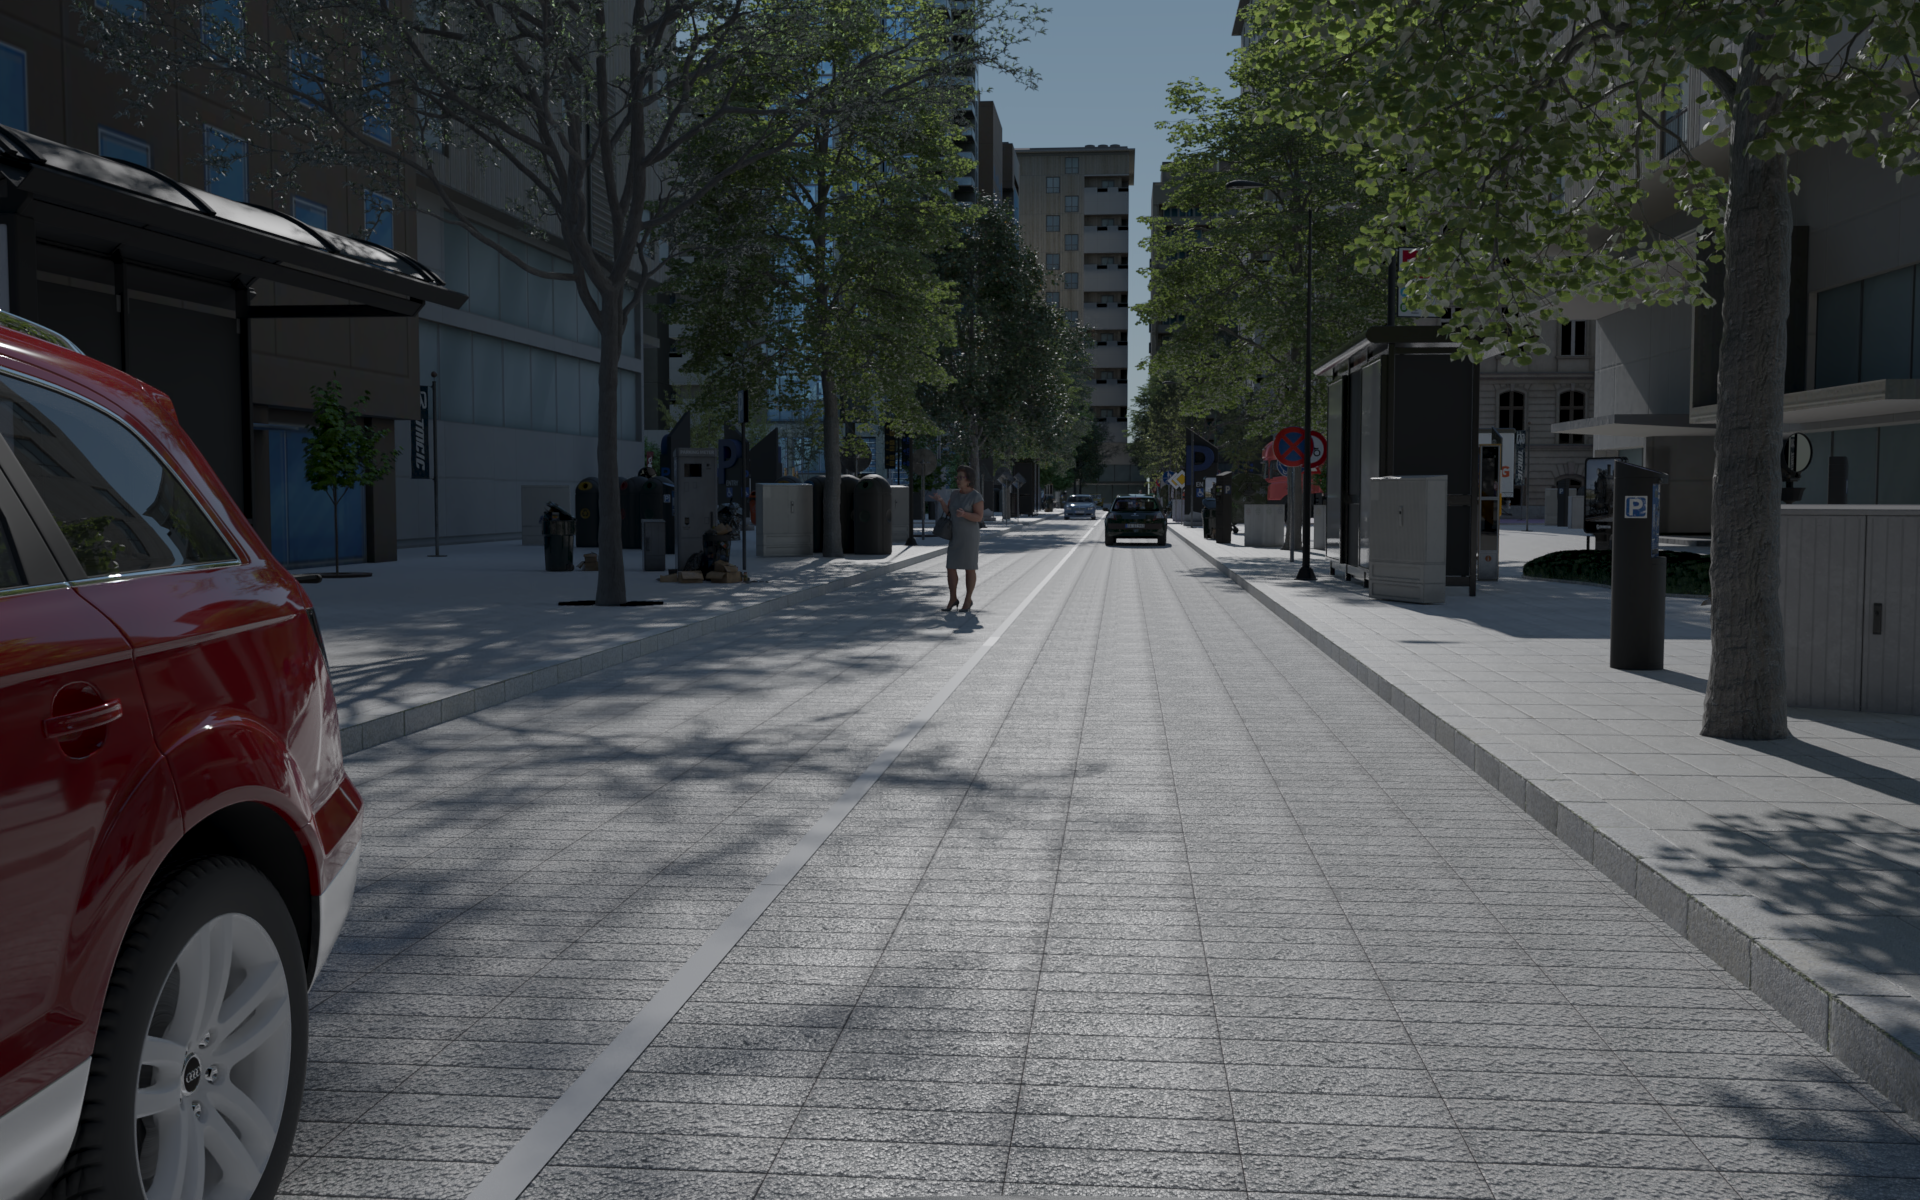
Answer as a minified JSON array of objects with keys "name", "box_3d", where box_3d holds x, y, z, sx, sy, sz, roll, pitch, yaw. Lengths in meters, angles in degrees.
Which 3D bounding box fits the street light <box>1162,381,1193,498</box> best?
[{"name":"street light","box_3d":[9.023,-6.047,71.407,1.470,5.913,1.316,0,4,5]}]

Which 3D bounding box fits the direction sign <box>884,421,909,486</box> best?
[{"name":"direction sign","box_3d":[-1.911,-3.788,53.929,0.876,3.537,0.379,-1,4,-9]}]

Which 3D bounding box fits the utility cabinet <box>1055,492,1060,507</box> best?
[{"name":"utility cabinet","box_3d":[8.687,-8.883,153.914,0.318,1.500,1.173,1,4,12]}]

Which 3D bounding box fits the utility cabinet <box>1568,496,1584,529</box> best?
[{"name":"utility cabinet","box_3d":[23.125,-3.253,64.355,1.020,1.237,0.306,-1,4,-10]}]

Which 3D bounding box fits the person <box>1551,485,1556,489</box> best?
[{"name":"person","box_3d":[24.636,-3.866,71.959,0.529,1.795,0.600,0,4,-1]}]

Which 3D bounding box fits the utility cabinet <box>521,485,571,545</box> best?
[{"name":"utility cabinet","box_3d":[-10.343,-2.118,43.305,1.173,1.500,0.318,0,4,-7]}]

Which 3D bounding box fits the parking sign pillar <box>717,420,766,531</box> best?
[{"name":"parking sign pillar","box_3d":[-7.969,-4.439,61.052,1.447,3.967,1.447,-3,5,-44]}]

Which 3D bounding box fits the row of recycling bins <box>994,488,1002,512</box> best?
[{"name":"row of recycling bins","box_3d":[2.940,-7.095,123.123,3.534,1.692,1.069,3,4,38]}]

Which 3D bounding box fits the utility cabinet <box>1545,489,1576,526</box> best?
[{"name":"utility cabinet","box_3d":[24.050,-3.712,69.374,1.173,1.500,0.318,1,4,17]}]

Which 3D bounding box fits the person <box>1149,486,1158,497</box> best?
[{"name":"person","box_3d":[8.956,-4.363,80.082,0.600,1.795,0.529,-2,4,-35]}]

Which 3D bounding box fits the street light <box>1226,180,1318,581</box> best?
[{"name":"street light","box_3d":[4.630,-3.255,25.756,1.470,5.913,1.316,0,4,5]}]

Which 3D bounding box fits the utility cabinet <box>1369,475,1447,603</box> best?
[{"name":"utility cabinet","box_3d":[5.297,-0.727,20.562,0.318,1.500,1.173,-1,4,-19]}]

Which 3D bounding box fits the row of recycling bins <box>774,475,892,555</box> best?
[{"name":"row of recycling bins","box_3d":[-2.818,-1.875,37.772,3.534,1.692,1.069,3,5,43]}]

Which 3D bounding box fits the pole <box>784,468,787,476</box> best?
[{"name":"pole","box_3d":[-13.594,-8.641,135.125,0.158,3.312,0.155,0,3,0]}]

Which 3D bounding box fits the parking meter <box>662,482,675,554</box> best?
[{"name":"parking meter","box_3d":[-6.165,-1.749,37.001,0.372,1.533,0.369,0,3,0]}]

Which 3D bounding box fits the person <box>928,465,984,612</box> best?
[{"name":"person","box_3d":[-0.078,-0.747,21.076,0.716,1.782,0.532,3,4,38]}]

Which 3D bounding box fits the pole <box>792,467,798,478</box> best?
[{"name":"pole","box_3d":[-12.646,-8.437,131.792,0.158,3.312,0.155,0,3,0]}]

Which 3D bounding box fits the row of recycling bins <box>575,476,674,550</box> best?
[{"name":"row of recycling bins","box_3d":[-7.889,-2.069,40.940,3.534,1.692,1.069,3,5,44]}]

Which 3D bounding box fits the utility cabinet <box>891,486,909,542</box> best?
[{"name":"utility cabinet","box_3d":[-1.850,-2.268,45.764,1.173,1.500,0.318,-3,5,-44]}]

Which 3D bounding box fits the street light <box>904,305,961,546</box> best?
[{"name":"street light","box_3d":[-0.675,-4.298,42.815,1.470,5.913,1.316,0,4,5]}]

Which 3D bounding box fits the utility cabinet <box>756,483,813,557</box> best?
[{"name":"utility cabinet","box_3d":[-3.577,-1.632,35.361,1.173,1.500,0.318,-3,4,-36]}]

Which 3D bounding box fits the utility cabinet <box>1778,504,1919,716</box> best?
[{"name":"utility cabinet","box_3d":[5.295,0.050,10.343,1.020,1.237,0.306,3,4,38]}]

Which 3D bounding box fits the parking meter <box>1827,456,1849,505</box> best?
[{"name":"parking meter","box_3d":[13.699,-1.305,27.054,0.255,1.863,0.399,2,4,31]}]

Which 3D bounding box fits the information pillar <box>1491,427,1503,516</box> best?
[{"name":"information pillar","box_3d":[18.534,-4.192,59.886,0.183,3.616,0.504,-2,4,-25]}]

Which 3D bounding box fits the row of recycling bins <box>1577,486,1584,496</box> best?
[{"name":"row of recycling bins","box_3d":[44.172,-6.861,119.292,3.534,1.692,1.069,0,4,-8]}]

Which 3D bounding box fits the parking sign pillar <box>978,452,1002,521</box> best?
[{"name":"parking sign pillar","box_3d":[1.009,-5.744,82.382,1.447,3.967,1.447,3,5,40]}]

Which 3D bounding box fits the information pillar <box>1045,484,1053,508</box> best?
[{"name":"information pillar","box_3d":[6.612,-7.520,127.447,0.304,2.012,0.304,-2,4,-34]}]

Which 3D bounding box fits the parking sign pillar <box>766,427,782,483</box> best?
[{"name":"parking sign pillar","box_3d":[-7.883,-5.015,70.470,1.447,3.967,1.447,2,4,29]}]

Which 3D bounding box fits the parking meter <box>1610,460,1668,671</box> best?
[{"name":"parking meter","box_3d":[4.986,-0.263,12.718,0.372,1.533,0.369,0,3,0]}]

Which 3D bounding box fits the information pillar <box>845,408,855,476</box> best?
[{"name":"information pillar","box_3d":[-2.992,-3.414,47.177,0.183,3.616,0.504,-2,4,-29]}]

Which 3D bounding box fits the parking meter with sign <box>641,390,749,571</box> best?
[{"name":"parking meter with sign","box_3d":[-4.435,-1.999,28.953,1.738,3.016,0.543,-1,4,-17]}]

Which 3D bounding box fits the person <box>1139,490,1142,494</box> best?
[{"name":"person","box_3d":[15.127,-8.372,145.862,0.515,1.767,0.782,1,4,17]}]

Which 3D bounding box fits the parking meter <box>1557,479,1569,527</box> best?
[{"name":"parking meter","box_3d":[23.650,-3.806,67.938,0.255,1.863,0.399,-2,4,-31]}]

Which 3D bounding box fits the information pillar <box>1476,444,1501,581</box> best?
[{"name":"information pillar","box_3d":[7.779,-1.286,25.516,0.304,2.012,0.304,1,4,11]}]

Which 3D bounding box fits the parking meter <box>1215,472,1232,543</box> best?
[{"name":"parking meter","box_3d":[6.864,-2.410,45.117,0.399,1.863,0.255,-3,5,-39]}]

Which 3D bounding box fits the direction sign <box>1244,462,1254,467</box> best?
[{"name":"direction sign","box_3d":[20.442,-7.998,122.772,0.379,3.537,0.876,-3,5,-40]}]

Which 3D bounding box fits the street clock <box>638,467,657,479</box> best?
[{"name":"street clock","box_3d":[-8.328,-2.546,46.205,0.471,2.002,0.358,-2,4,-29]}]

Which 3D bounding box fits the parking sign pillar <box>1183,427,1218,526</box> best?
[{"name":"parking sign pillar","box_3d":[9.661,-4.944,69.302,1.447,3.967,1.447,1,4,16]}]

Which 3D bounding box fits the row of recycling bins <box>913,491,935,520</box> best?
[{"name":"row of recycling bins","box_3d":[-2.508,-4.849,86.389,3.534,1.692,1.069,1,4,12]}]

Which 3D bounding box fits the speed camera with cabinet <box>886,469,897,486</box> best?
[{"name":"speed camera with cabinet","box_3d":[-4.370,-6.761,104.878,0.660,3.252,2.038,0,4,1]}]

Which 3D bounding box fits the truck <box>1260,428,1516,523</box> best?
[{"name":"truck","box_3d":[18.100,-5.286,75.344,11.283,4.237,2.839,0,4,6]}]

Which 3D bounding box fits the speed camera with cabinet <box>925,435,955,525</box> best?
[{"name":"speed camera with cabinet","box_3d":[-0.561,-3.746,55.579,0.660,3.252,2.038,2,4,24]}]

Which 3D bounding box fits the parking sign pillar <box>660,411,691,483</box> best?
[{"name":"parking sign pillar","box_3d":[-9.081,-4.086,55.271,1.447,3.967,1.447,1,4,19]}]
